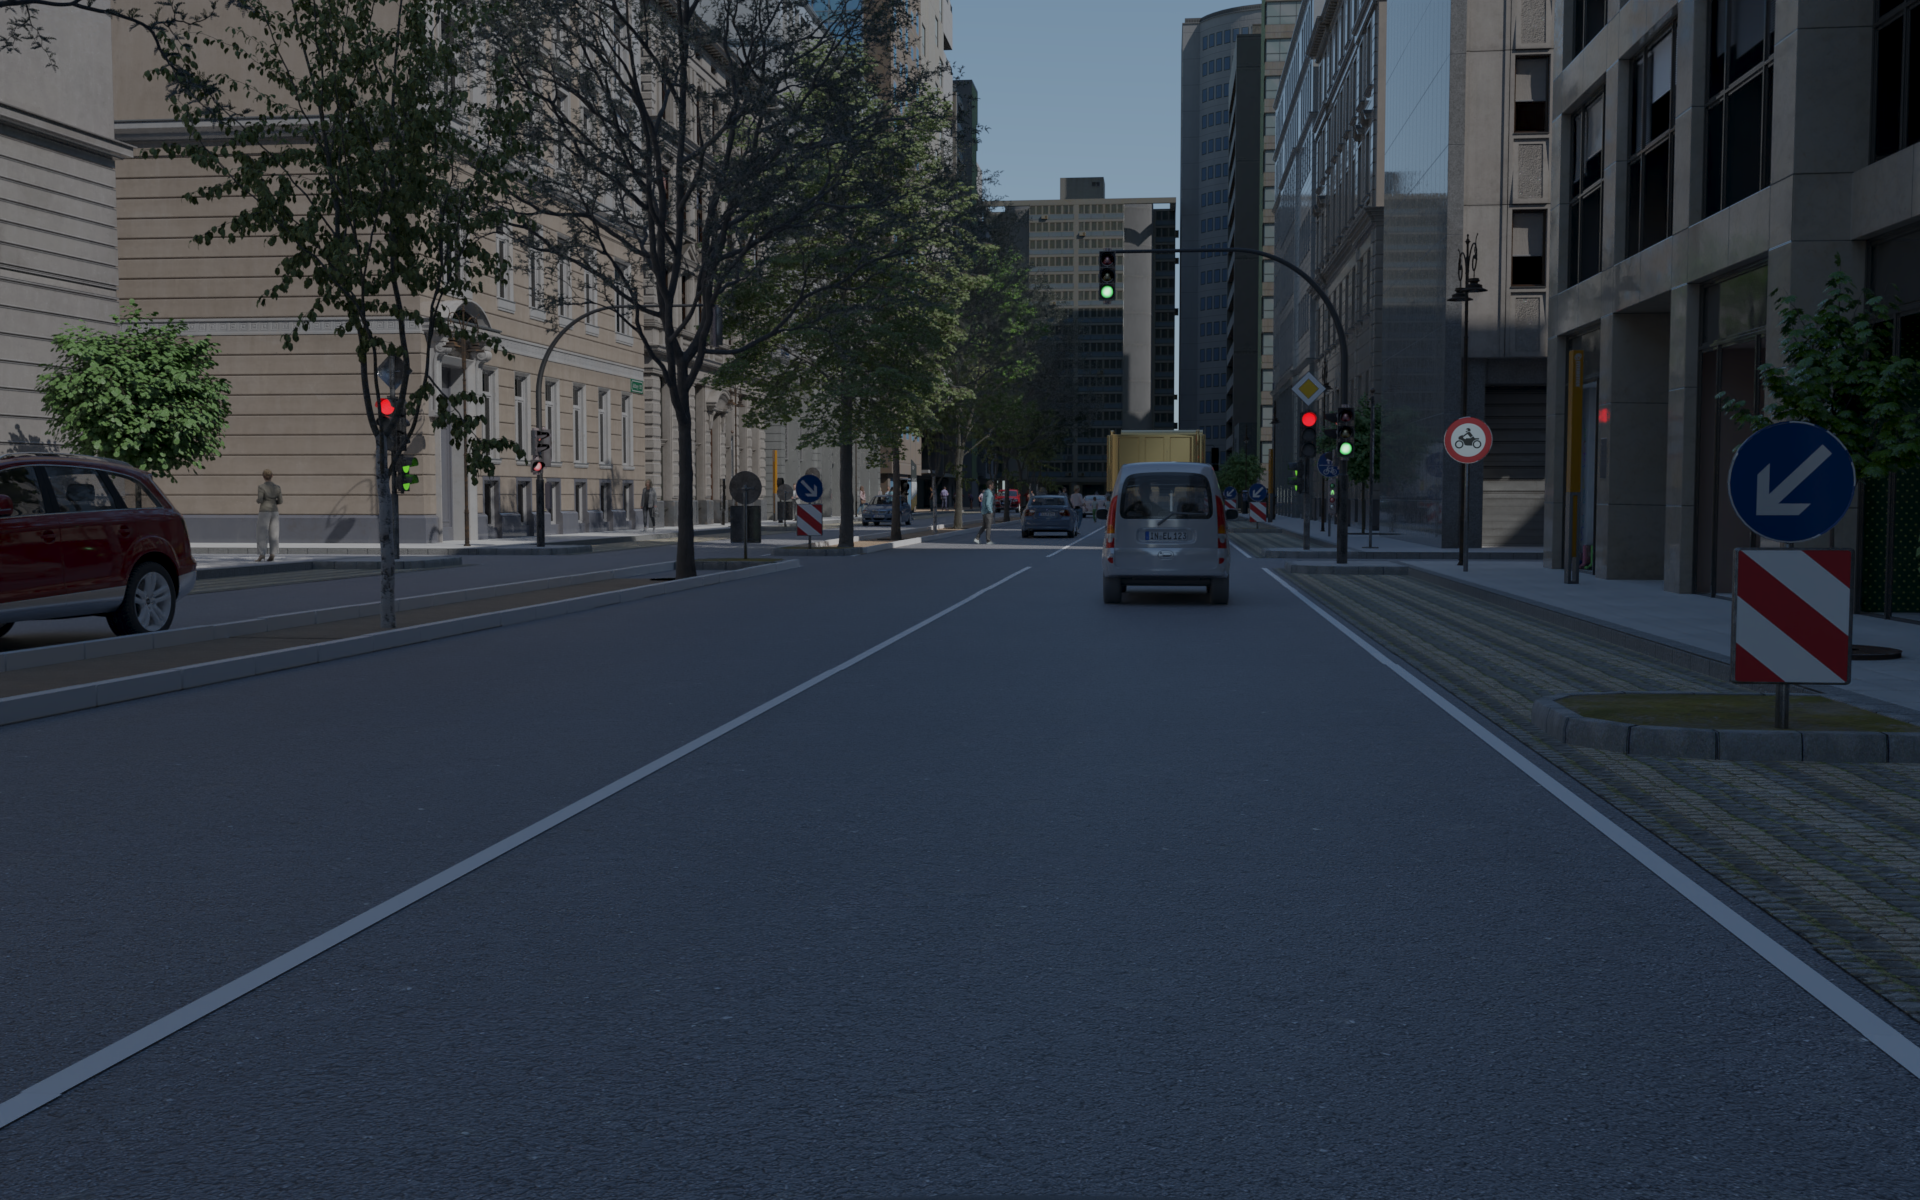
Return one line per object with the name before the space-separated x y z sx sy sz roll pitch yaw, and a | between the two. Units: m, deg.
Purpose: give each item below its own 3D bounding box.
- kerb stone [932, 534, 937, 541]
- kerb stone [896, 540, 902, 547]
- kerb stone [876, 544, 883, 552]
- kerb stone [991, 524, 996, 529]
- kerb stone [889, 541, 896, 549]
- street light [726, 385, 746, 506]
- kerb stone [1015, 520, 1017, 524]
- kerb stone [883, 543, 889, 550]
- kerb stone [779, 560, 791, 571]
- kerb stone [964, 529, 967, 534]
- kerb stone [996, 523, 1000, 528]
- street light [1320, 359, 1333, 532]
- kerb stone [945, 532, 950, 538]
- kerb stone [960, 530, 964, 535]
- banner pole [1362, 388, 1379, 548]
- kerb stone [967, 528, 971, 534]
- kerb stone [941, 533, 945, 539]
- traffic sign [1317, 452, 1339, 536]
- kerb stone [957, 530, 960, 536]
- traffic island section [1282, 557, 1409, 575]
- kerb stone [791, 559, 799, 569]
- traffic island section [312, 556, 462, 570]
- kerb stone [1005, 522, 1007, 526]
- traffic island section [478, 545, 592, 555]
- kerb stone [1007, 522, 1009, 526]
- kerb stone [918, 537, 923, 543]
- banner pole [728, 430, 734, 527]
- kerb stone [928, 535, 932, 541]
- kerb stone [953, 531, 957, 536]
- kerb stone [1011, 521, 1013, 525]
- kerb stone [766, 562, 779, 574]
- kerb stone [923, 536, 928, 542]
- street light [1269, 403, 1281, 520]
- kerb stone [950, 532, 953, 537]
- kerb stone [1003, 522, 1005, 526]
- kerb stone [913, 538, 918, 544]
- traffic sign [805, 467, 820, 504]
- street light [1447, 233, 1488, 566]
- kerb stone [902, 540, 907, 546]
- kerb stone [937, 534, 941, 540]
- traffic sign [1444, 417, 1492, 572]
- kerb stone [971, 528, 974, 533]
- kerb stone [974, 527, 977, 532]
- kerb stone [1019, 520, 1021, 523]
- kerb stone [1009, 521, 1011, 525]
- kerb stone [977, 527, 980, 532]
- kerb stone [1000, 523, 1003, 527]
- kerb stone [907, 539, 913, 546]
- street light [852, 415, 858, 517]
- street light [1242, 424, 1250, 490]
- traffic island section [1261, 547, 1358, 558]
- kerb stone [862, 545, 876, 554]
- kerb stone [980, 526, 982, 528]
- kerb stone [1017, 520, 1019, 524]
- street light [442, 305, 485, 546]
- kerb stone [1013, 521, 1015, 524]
kerb stone | -0.913 -1.907 53.380 0.120 0.150 1.000 0 4 7
kerb stone | -1.765 -1.471 46.260 0.120 0.150 1.000 0 4 7
kerb stone | -2.123 -1.285 43.209 0.120 0.150 1.000 0 4 7
kerb stone | 1.264 -3.028 71.708 0.120 0.150 1.000 0 4 7
kerb stone | -1.882 -1.410 45.244 0.120 0.150 1.000 0 4 7
street light | -8.991 -5.915 69.502 0.468 5.910 1.993 0 4 7
kerb stone | 2.468 -3.651 81.895 0.120 0.150 1.000 0 4 7
kerb stone | -2.006 -1.348 44.230 0.120 0.150 1.000 0 4 7
kerb stone | -3.388 -0.623 32.515 0.120 0.150 1.000 0 4 7
kerb stone | 0.056 -2.404 61.507 0.120 0.150 1.000 0 4 7
kerb stone | 1.502 -3.150 73.744 0.120 0.150 1.000 0 4 7
street light | 12.430 -5.283 59.166 0.468 5.910 1.993 0 4 7
kerb stone | -0.544 -2.090 56.431 0.120 0.150 1.000 0 4 7
kerb stone | -0.072 -2.342 60.492 0.120 0.150 1.000 0 4 7
banner pole | 9.682 -3.098 40.669 0.401 3.779 0.863 1 4 8
kerb stone | 0.173 -2.467 62.528 0.120 0.150 1.000 0 4 7
kerb stone | -0.668 -2.032 55.416 0.120 0.150 1.000 0 4 7
traffic sign | 11.178 -3.195 52.343 0.768 2.556 0.104 1 4 14
kerb stone | -0.195 -2.278 59.478 0.120 0.150 1.000 0 4 7
traffic island section | 7.069 -0.594 32.001 2.009 0.180 2.903 0 4 7
kerb stone | -3.273 -0.692 33.530 0.120 0.150 1.000 0 4 7
traffic island section | -11.145 -0.727 34.160 2.009 0.180 2.903 0 4 7
kerb stone | 1.870 -3.334 76.790 0.120 0.150 1.000 0 4 7
traffic island section | -10.203 -1.212 42.090 2.009 0.180 2.903 0 4 7
kerb stone | 1.988 -3.401 77.817 0.120 0.150 1.000 0 4 7
kerb stone | -1.274 -1.718 50.333 0.120 0.150 1.000 0 4 7
banner pole | -8.916 -4.757 67.799 0.401 3.779 0.863 0 4 -3
kerb stone | -1.041 -1.845 52.364 0.120 0.150 1.000 0 4 7
kerb stone | -0.305 -2.218 58.461 0.120 0.150 1.000 0 4 7
kerb stone | 2.227 -3.527 79.858 0.120 0.150 1.000 0 4 7
kerb stone | -3.513 -0.568 31.491 0.120 0.150 1.000 0 4 7
kerb stone | -1.157 -1.783 51.348 0.120 0.150 1.000 0 4 7
street light | 15.655 -6.938 86.229 0.468 5.910 1.993 0 4 7
kerb stone | -0.420 -2.156 57.445 0.120 0.150 1.000 0 4 7
kerb stone | 1.746 -3.277 75.775 0.120 0.150 1.000 0 4 7
kerb stone | -1.397 -1.656 49.315 0.120 0.150 1.000 0 4 7
traffic sign | -7.058 -5.058 82.802 0.768 2.556 0.104 1 4 14
street light | 9.022 -3.557 30.946 0.468 5.910 1.993 0 4 7
kerb stone | -1.643 -1.534 47.278 0.120 0.150 1.000 0 4 7
kerb stone | -0.793 -1.964 54.402 0.120 0.150 1.000 0 4 7
traffic sign | 8.369 -1.742 28.586 0.768 2.556 0.104 1 4 13
kerb stone | 0.302 -2.524 63.543 0.120 0.150 1.000 0 4 7
kerb stone | 0.415 -2.588 64.566 0.120 0.150 1.000 0 4 7
kerb stone | 2.710 -3.775 83.933 0.120 0.150 1.000 0 4 7
kerb stone | 2.109 -3.464 78.834 0.120 0.150 1.000 0 4 7
kerb stone | 0.536 -2.654 65.589 0.120 0.150 1.000 0 4 7
kerb stone | 1.629 -3.212 74.758 0.120 0.150 1.000 0 4 7
kerb stone | -1.517 -1.596 48.293 0.120 0.150 1.000 0 4 7
street light | -5.796 -7.571 96.569 0.468 5.910 1.993 0 4 7
street light | 18.800 -8.624 113.790 0.468 5.910 1.993 0 4 7
traffic island section | 8.010 -1.079 39.930 2.009 0.180 2.903 0 4 7
kerb stone | -2.241 -1.222 42.194 0.120 0.150 1.000 0 4 7
kerb stone | 0.659 -2.714 66.620 0.120 0.150 1.000 0 4 7
kerb stone | 2.597 -3.712 82.910 0.120 0.150 1.000 0 4 7
street light | -12.123 -4.259 42.428 0.468 5.910 1.993 0 4 7
kerb stone | 2.346 -3.587 80.880 0.120 0.150 1.000 0 4 7
